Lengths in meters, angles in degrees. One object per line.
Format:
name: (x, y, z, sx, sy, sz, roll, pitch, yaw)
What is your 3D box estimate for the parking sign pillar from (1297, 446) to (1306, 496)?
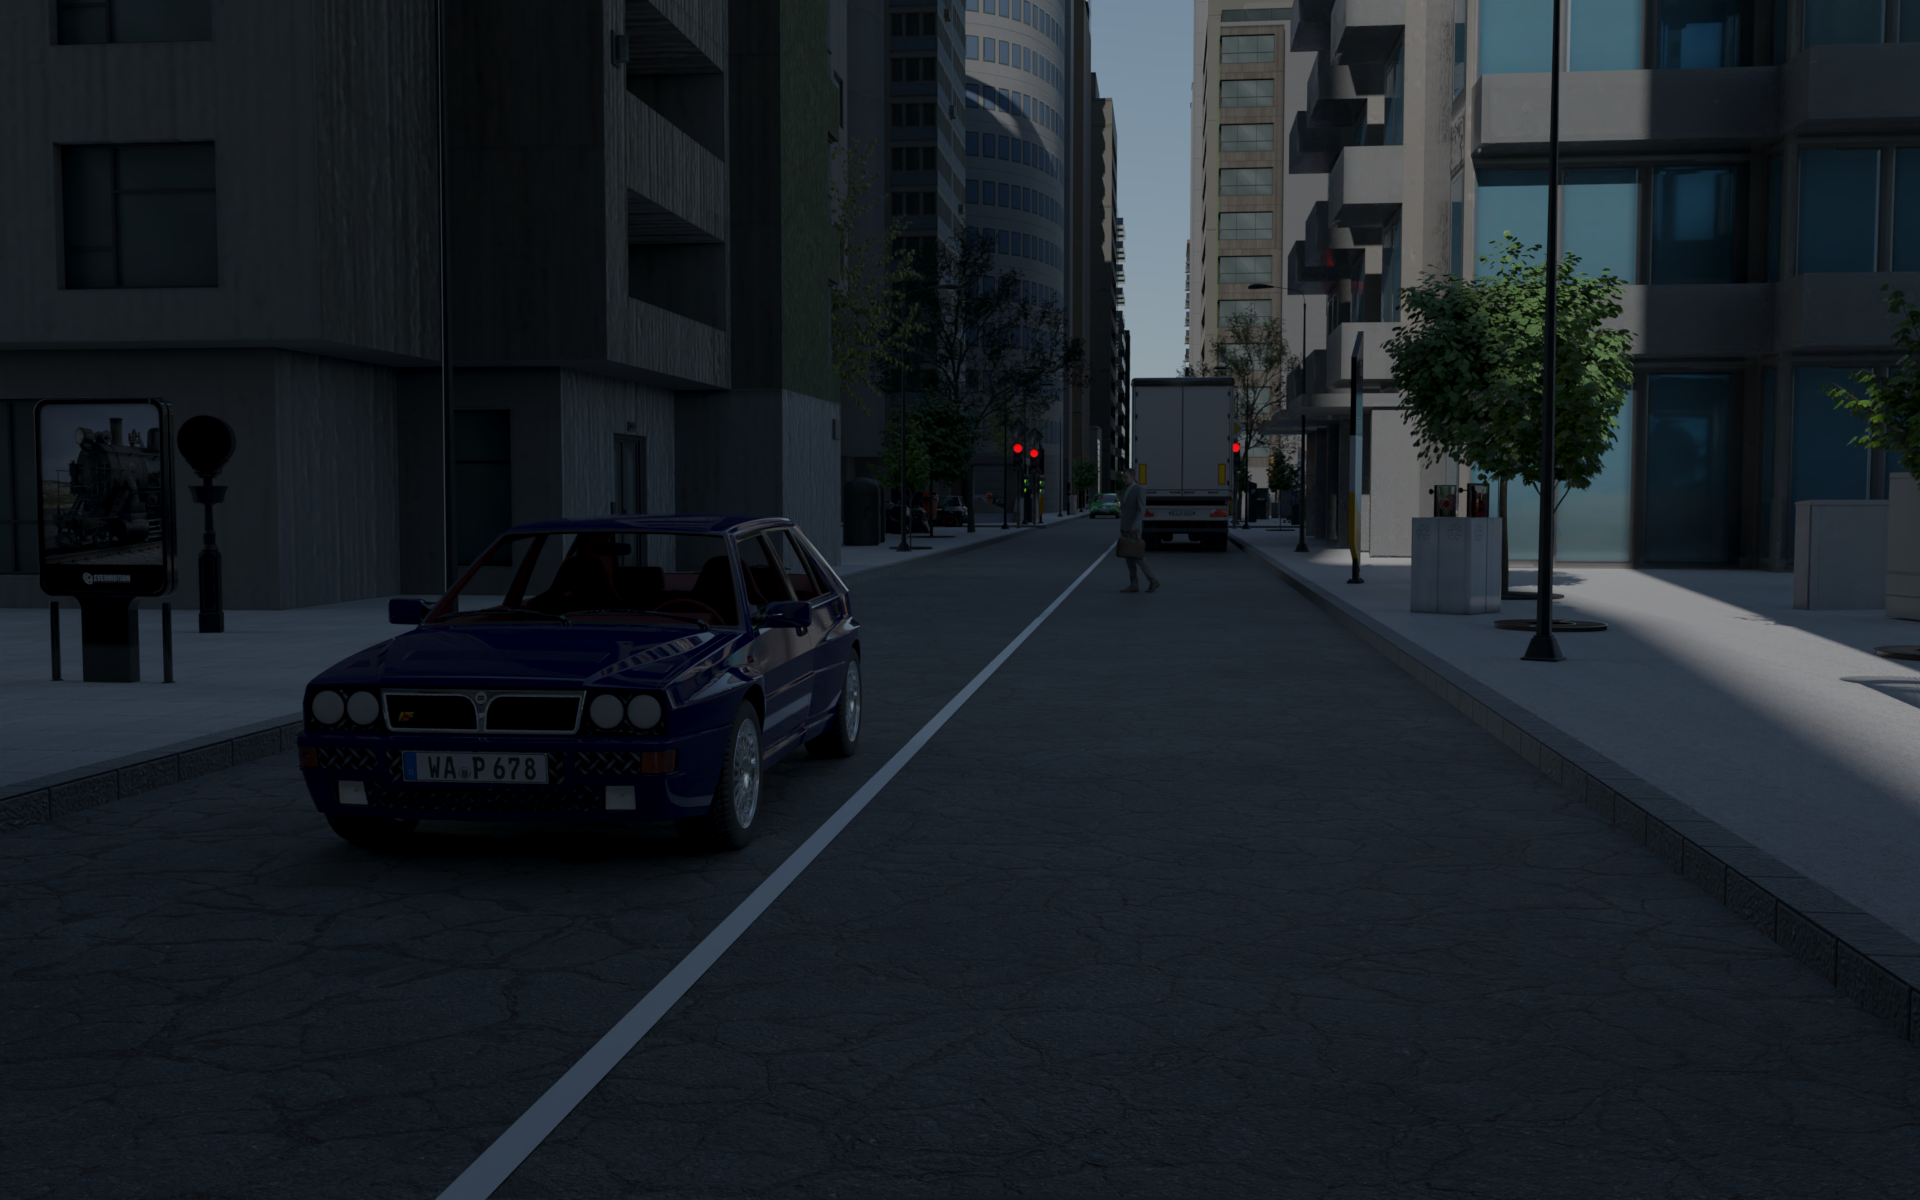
parking sign pillar: (19.332, -6.573, 95.934, 1.447, 3.967, 1.447, 1, 4, 16)

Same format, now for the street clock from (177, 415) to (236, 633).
street clock: (-6.943, -0.700, 16.010, 0.471, 2.002, 0.358, -1, 4, -12)

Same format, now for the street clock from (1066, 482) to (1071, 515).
street clock: (6.559, -6.132, 104.833, 0.358, 2.002, 0.471, 0, 4, 6)

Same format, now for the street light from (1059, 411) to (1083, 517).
street light: (6.160, -7.613, 97.018, 1.470, 5.913, 1.316, 0, 4, 7)

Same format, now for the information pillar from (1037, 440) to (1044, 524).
information pillar: (3.544, -5.140, 75.387, 0.183, 3.616, 0.504, -1, 4, -17)

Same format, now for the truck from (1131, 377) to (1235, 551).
truck: (6.015, -3.562, 47.160, 2.839, 4.237, 11.283, 0, 4, 7)

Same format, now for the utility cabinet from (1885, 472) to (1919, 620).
utility cabinet: (9.768, -0.525, 17.270, 0.318, 1.500, 1.173, 0, 4, -6)

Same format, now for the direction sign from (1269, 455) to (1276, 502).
direction sign: (18.268, -6.622, 100.263, 0.876, 3.537, 0.379, -1, 4, -12)

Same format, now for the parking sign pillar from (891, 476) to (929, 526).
parking sign pillar: (-1.877, -4.618, 63.973, 1.447, 3.967, 1.447, 1, 4, 9)

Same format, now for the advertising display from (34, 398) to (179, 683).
advertising display: (-5.800, -0.402, 11.783, 0.974, 1.923, 0.123, 1, 4, 10)

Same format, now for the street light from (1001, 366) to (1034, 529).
street light: (2.191, -5.533, 63.002, 1.470, 5.913, 1.316, 0, 4, 7)

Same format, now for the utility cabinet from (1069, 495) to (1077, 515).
utility cabinet: (6.995, -5.878, 107.270, 0.306, 1.237, 1.020, 1, 4, 15)

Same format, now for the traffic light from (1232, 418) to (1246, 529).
traffic light: (10.113, -4.580, 63.808, 0.839, 4.253, 0.868, 0, 4, 7)

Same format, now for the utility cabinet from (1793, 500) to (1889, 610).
utility cabinet: (9.843, -0.498, 19.302, 1.020, 1.237, 0.306, 0, 4, -8)

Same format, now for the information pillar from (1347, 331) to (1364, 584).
information pillar: (5.656, -2.041, 24.727, 0.183, 3.616, 0.504, 2, 4, 24)

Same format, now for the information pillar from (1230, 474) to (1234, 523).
information pillar: (12.015, -5.181, 76.067, 0.183, 3.616, 0.504, -1, 4, -15)

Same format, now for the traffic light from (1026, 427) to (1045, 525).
traffic light: (3.145, -5.121, 72.656, 0.839, 4.253, 0.868, 0, 4, 7)

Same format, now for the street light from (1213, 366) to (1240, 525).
street light: (9.895, -5.534, 63.021, 1.470, 5.913, 1.316, 0, 4, 7)

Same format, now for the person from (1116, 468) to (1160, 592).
person: (2.504, -1.015, 25.223, 0.853, 1.813, 0.709, -2, 4, -32)

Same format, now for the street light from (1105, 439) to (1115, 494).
street light: (12.347, -10.765, 148.551, 1.470, 5.913, 1.316, 0, 4, 7)

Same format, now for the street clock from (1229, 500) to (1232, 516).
street clock: (15.565, -5.838, 100.022, 0.471, 2.002, 0.358, 2, 4, 35)

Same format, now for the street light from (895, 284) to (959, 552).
street light: (-0.718, -4.030, 38.437, 1.470, 5.913, 1.316, 0, 4, 7)

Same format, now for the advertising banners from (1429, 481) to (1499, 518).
advertising banners: (7.435, -1.756, 24.900, 2.074, 3.025, 0.090, -3, 4, -37)

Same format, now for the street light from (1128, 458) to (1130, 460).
street light: (21.969, -15.819, 231.180, 1.470, 5.913, 1.316, 0, 4, 7)

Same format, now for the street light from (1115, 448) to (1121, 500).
street light: (15.151, -12.261, 173.008, 1.470, 5.913, 1.316, 0, 4, 7)

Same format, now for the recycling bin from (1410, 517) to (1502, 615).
recycling bin: (5.377, -0.380, 18.770, 0.722, 1.027, 0.722, -3, 5, -44)

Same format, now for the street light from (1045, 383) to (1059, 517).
street light: (3.261, -6.116, 72.533, 1.470, 5.913, 1.316, 0, 4, 7)

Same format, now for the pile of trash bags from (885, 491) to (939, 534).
pile of trash bags: (-1.771, -2.877, 56.787, 1.912, 1.369, 3.447, 2, 4, 32)

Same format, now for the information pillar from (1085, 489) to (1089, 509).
information pillar: (10.841, -8.755, 147.636, 0.304, 2.012, 0.304, 0, 4, -4)

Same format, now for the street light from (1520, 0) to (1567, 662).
street light: (3.976, -2.492, 13.285, 1.470, 5.913, 1.316, 0, 4, 7)

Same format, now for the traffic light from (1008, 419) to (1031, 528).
traffic light: (2.205, -4.636, 64.727, 0.839, 4.253, 0.868, 0, 4, 7)

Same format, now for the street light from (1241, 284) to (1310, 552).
street light: (7.047, -4.023, 38.309, 1.470, 5.913, 1.316, 0, 4, 7)

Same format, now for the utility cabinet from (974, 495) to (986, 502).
utility cabinet: (1.164, -5.918, 107.925, 1.020, 1.237, 0.306, -1, 4, -11)

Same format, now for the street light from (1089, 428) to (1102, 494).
street light: (9.101, -9.141, 121.999, 1.470, 5.913, 1.316, 0, 4, 7)

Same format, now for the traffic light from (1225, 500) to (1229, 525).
traffic light: (11.053, -5.065, 71.738, 0.839, 4.253, 0.868, 0, 4, 7)

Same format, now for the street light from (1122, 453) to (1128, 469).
street light: (18.115, -13.773, 197.735, 1.470, 5.913, 1.316, 0, 4, 7)

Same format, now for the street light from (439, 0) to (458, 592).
street light: (-3.711, -2.551, 14.253, 1.470, 5.913, 1.316, 0, 4, 7)

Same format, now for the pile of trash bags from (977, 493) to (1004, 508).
pile of trash bags: (1.765, -5.816, 104.850, 1.912, 1.369, 3.447, 0, 4, -1)

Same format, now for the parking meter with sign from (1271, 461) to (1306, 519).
parking meter with sign: (17.225, -5.792, 90.961, 1.738, 3.016, 0.543, 2, 4, 32)
